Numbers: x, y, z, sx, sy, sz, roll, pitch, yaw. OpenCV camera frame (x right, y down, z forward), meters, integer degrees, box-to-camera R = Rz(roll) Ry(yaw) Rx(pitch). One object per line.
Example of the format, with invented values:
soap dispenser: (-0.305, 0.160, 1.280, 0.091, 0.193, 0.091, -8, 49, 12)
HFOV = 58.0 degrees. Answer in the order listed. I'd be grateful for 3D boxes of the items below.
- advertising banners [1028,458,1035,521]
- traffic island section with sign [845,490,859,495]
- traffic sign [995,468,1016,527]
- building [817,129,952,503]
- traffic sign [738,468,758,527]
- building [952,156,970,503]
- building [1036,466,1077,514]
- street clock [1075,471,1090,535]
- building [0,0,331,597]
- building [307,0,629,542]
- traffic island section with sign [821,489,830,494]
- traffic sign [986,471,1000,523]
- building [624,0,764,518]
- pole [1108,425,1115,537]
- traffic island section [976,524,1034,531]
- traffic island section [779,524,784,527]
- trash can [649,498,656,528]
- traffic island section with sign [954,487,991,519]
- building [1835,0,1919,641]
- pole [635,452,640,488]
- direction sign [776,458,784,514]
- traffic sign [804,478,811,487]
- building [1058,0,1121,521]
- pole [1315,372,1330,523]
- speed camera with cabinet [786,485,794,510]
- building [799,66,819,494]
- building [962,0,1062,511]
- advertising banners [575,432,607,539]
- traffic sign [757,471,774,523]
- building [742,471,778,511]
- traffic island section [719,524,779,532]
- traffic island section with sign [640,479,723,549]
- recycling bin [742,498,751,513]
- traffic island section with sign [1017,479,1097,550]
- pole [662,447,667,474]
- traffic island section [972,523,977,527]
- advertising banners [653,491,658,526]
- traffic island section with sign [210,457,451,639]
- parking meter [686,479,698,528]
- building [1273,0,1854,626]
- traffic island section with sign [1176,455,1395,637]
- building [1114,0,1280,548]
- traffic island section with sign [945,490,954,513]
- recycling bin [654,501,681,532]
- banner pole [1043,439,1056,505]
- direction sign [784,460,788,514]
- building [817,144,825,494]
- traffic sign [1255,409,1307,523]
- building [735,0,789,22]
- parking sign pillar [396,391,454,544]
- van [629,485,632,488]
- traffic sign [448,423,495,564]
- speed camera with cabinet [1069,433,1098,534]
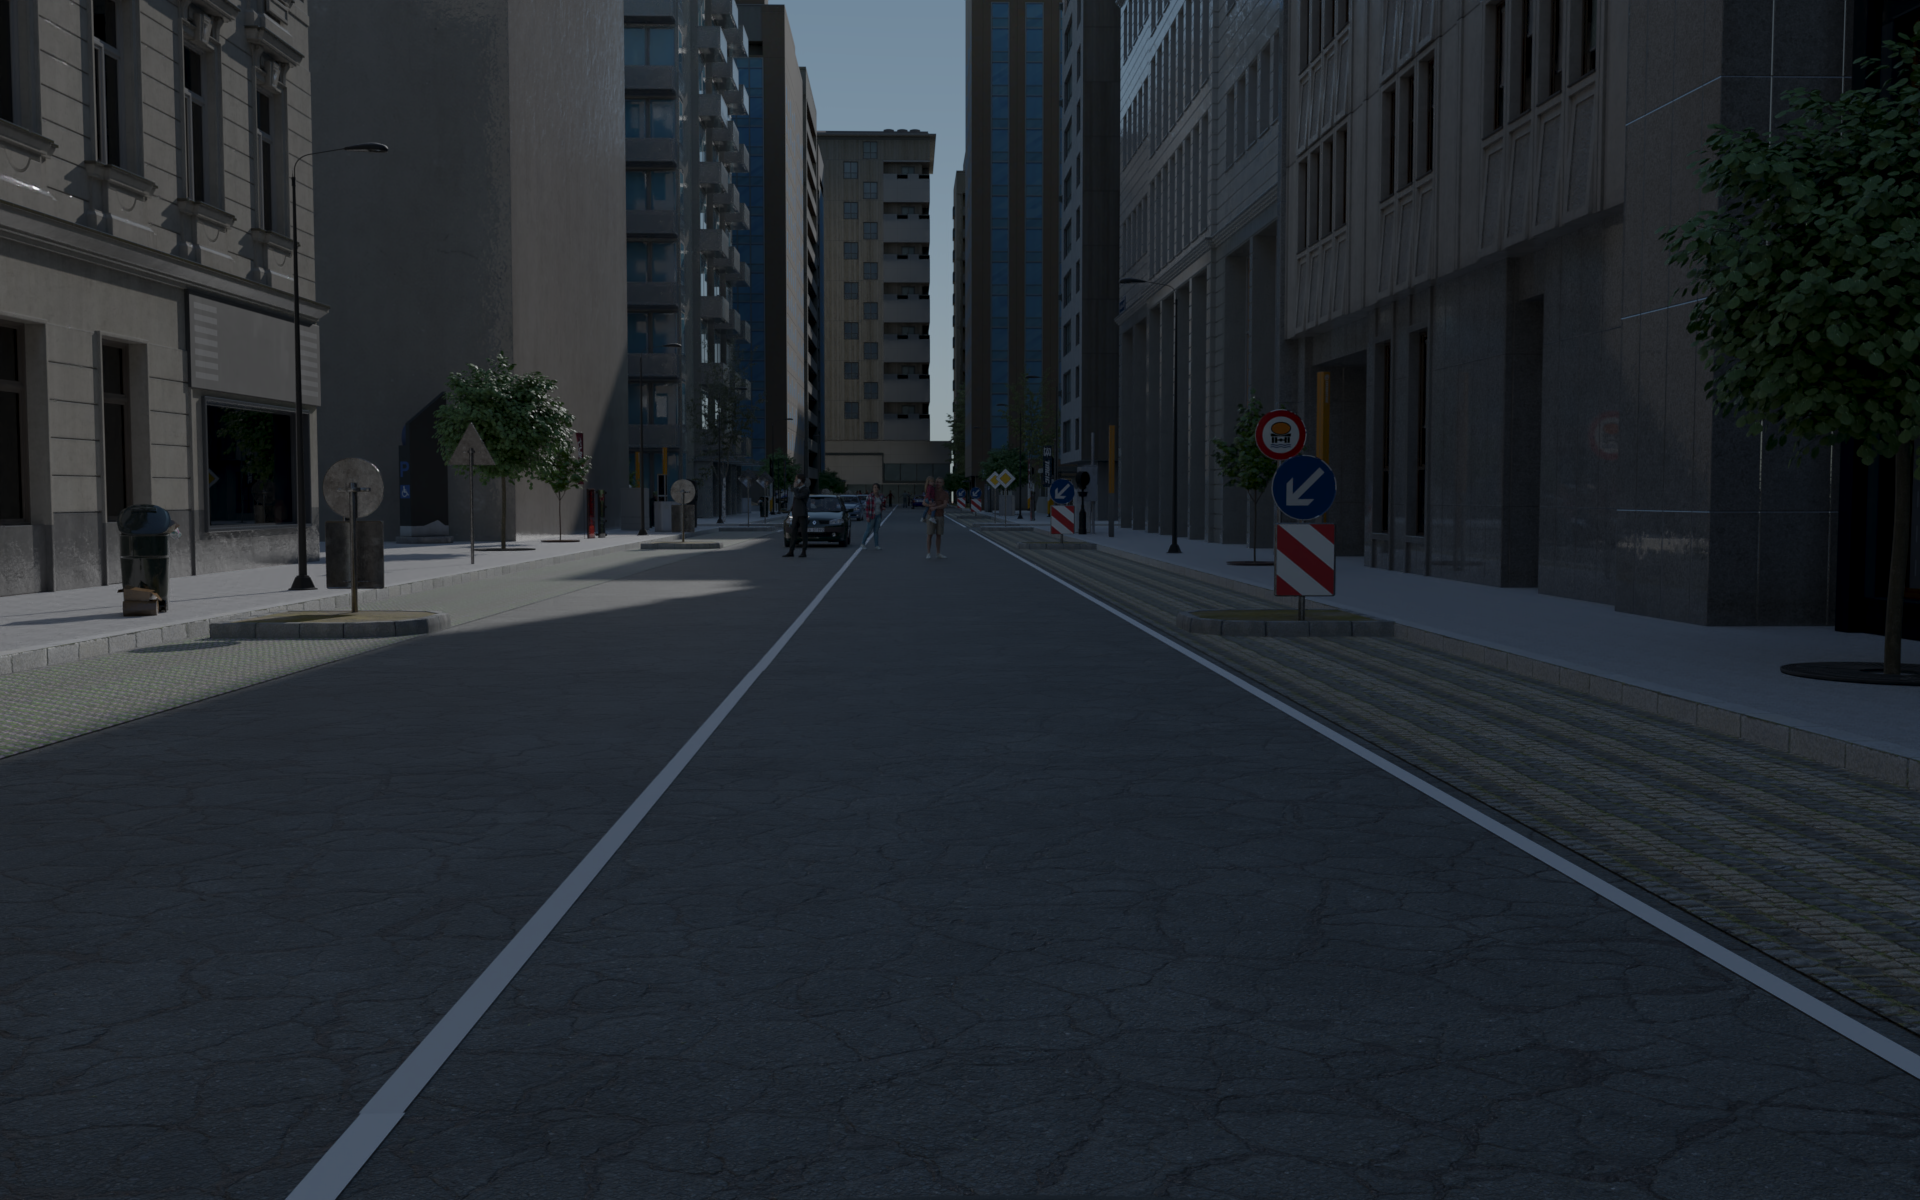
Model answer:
advertising banners: (3.424, -5.302, 82.878, 0.090, 3.025, 2.074, 0, 4, -6)
traffic island section with sign: (-11.331, -10.326, 177.451, 1.989, 1.847, 2.006, 0, 4, -2)
traffic sign: (1.782, -3.928, 67.869, 0.795, 2.450, 0.064, 0, 4, -2)
building: (-15.212, -40.362, 249.162, 27.495, 52.752, 28.713, 0, 4, -2)
traffic sign: (-8.259, -3.911, 67.582, 0.795, 2.450, 0.064, 0, 4, -2)
building: (9.665, -38.096, 246.572, 21.600, 48.544, 21.300, 0, 4, -2)
building: (21.616, -25.744, 112.796, 32.217, 40.220, 23.993, 0, 4, -2)
street clock: (3.892, -3.080, 54.920, 0.358, 2.002, 0.471, 3, 5, 44)
building: (-19.520, -14.461, 12.848, 17.030, 29.872, 44.131, 0, 4, -2)
building: (-29.263, -15.318, 54.967, 34.151, 26.468, 19.350, 0, 4, -2)
traffic island section with sign: (-9.782, -7.250, 127.169, 1.989, 1.847, 2.006, 0, 4, -2)
traffic sign: (1.537, -4.416, 75.850, 0.795, 2.450, 0.064, 0, 4, -2)
building: (-23.791, -29.238, 97.642, 23.786, 49.044, 30.456, 0, 4, -2)
pole: (4.509, -3.528, 51.529, 0.158, 3.312, 0.155, 0, 3, 0)
traffic island section: (1.805, -2.793, 67.947, 2.009, 0.180, 2.903, 0, 4, -2)
traffic island section: (-8.527, -3.263, 75.624, 2.009, 0.180, 2.903, 0, 4, -2)
trash can: (-11.809, -3.274, 65.180, 0.748, 1.137, 0.748, 0, 3, 0)
traffic island section with sign: (0.795, -5.648, 100.972, 1.989, 1.847, 2.006, 0, 4, -2)
building: (14.569, -10.893, 7.786, 12.332, 23.373, 15.834, 0, 4, -2)
pole: (-15.541, -5.487, 83.563, 0.158, 3.312, 0.155, 0, 3, 0)
direction sign: (-11.587, -7.252, 110.568, 0.379, 3.537, 0.876, 0, 4, -8)
traffic sign: (-12.024, -8.254, 135.057, 0.768, 2.556, 0.104, 0, 4, 1)
building: (12.474, -19.197, 85.574, 14.107, 30.474, 14.160, 0, 4, -2)
pole: (6.067, -2.150, 28.989, 0.158, 3.312, 0.155, 0, 3, 0)
speed camera with cabinet: (-13.105, -8.484, 133.044, 0.660, 3.252, 2.038, 1, 4, 19)
building: (-26.742, -34.564, 188.828, 21.300, 48.544, 21.600, 0, 4, -2)
building: (7.561, -29.918, 139.269, 14.600, 45.320, 14.200, 0, 4, -2)
advertising banners: (-10.625, -3.283, 49.866, 0.090, 3.025, 2.074, 1, 4, 12)
traffic sign: (-8.504, -4.399, 75.563, 0.795, 2.450, 0.064, 0, 4, -2)
building: (-30.554, -26.972, 132.880, 32.217, 40.220, 23.993, 0, 4, -2)
traffic island section: (-8.282, -2.774, 67.643, 2.009, 0.180, 2.903, 0, 4, -2)
traffic island section with sign: (-7.276, -2.258, 45.552, 1.989, 1.847, 2.006, 0, 4, -2)
recycling bin: (-14.378, -6.281, 115.254, 0.722, 1.027, 0.722, -3, 5, -41)
traffic island section with sign: (2.501, -2.245, 45.337, 1.989, 1.847, 2.006, 0, 4, -2)
pole: (-12.906, -5.012, 75.785, 0.158, 3.312, 0.155, 0, 3, 0)
traffic island section: (1.560, -3.281, 75.928, 2.009, 0.180, 2.903, 0, 4, -2)
advertising banners: (-12.452, -4.350, 67.314, 2.074, 3.025, 0.090, -1, 4, -10)
traffic island section with sign: (-6.438, -0.575, 18.026, 1.989, 1.847, 2.006, 0, 4, -2)
parking meter: (-10.178, -3.676, 65.814, 0.399, 1.863, 0.255, 0, 4, 4)
building: (12.929, -12.727, 26.109, 12.078, 24.808, 19.932, 0, 4, -2)
traffic island section with sign: (3.338, -0.587, 18.221, 1.989, 1.847, 2.006, 0, 4, -2)
building: (11.873, -16.714, 50.766, 11.434, 29.767, 29.804, 0, 4, -2)
traffic island section with sign: (-0.036, -7.309, 128.129, 1.989, 1.847, 2.006, 0, 4, -2)
recycling bin: (-9.895, -2.819, 58.646, 0.722, 1.027, 0.722, -2, 4, -29)
banner pole: (4.096, -5.413, 78.527, 0.863, 3.779, 0.401, 2, 4, 34)
direction sign: (-11.551, -7.472, 114.170, 0.379, 3.537, 0.876, 0, 4, 3)
building: (-24.366, -34.646, 216.572, 14.200, 45.320, 14.600, 0, 4, -2)
traffic sign: (4.818, -1.589, 26.092, 0.768, 2.556, 0.104, 0, 4, 4)
building: (-22.189, -31.003, 157.010, 14.600, 45.320, 14.200, 0, 4, -2)
parking sign pillar: (-13.965, -3.462, 45.076, 1.447, 3.967, 1.447, 2, 4, 29)
van: (-15.345, -3.905, 70.857, 4.112, 2.044, 2.013, 0, 4, -3)
traffic sign: (-8.917, -1.934, 31.619, 0.884, 2.594, 0.081, 0, 4, 5)
speed camera with cabinet: (4.009, -3.801, 56.488, 0.660, 3.252, 2.038, 0, 4, -7)
